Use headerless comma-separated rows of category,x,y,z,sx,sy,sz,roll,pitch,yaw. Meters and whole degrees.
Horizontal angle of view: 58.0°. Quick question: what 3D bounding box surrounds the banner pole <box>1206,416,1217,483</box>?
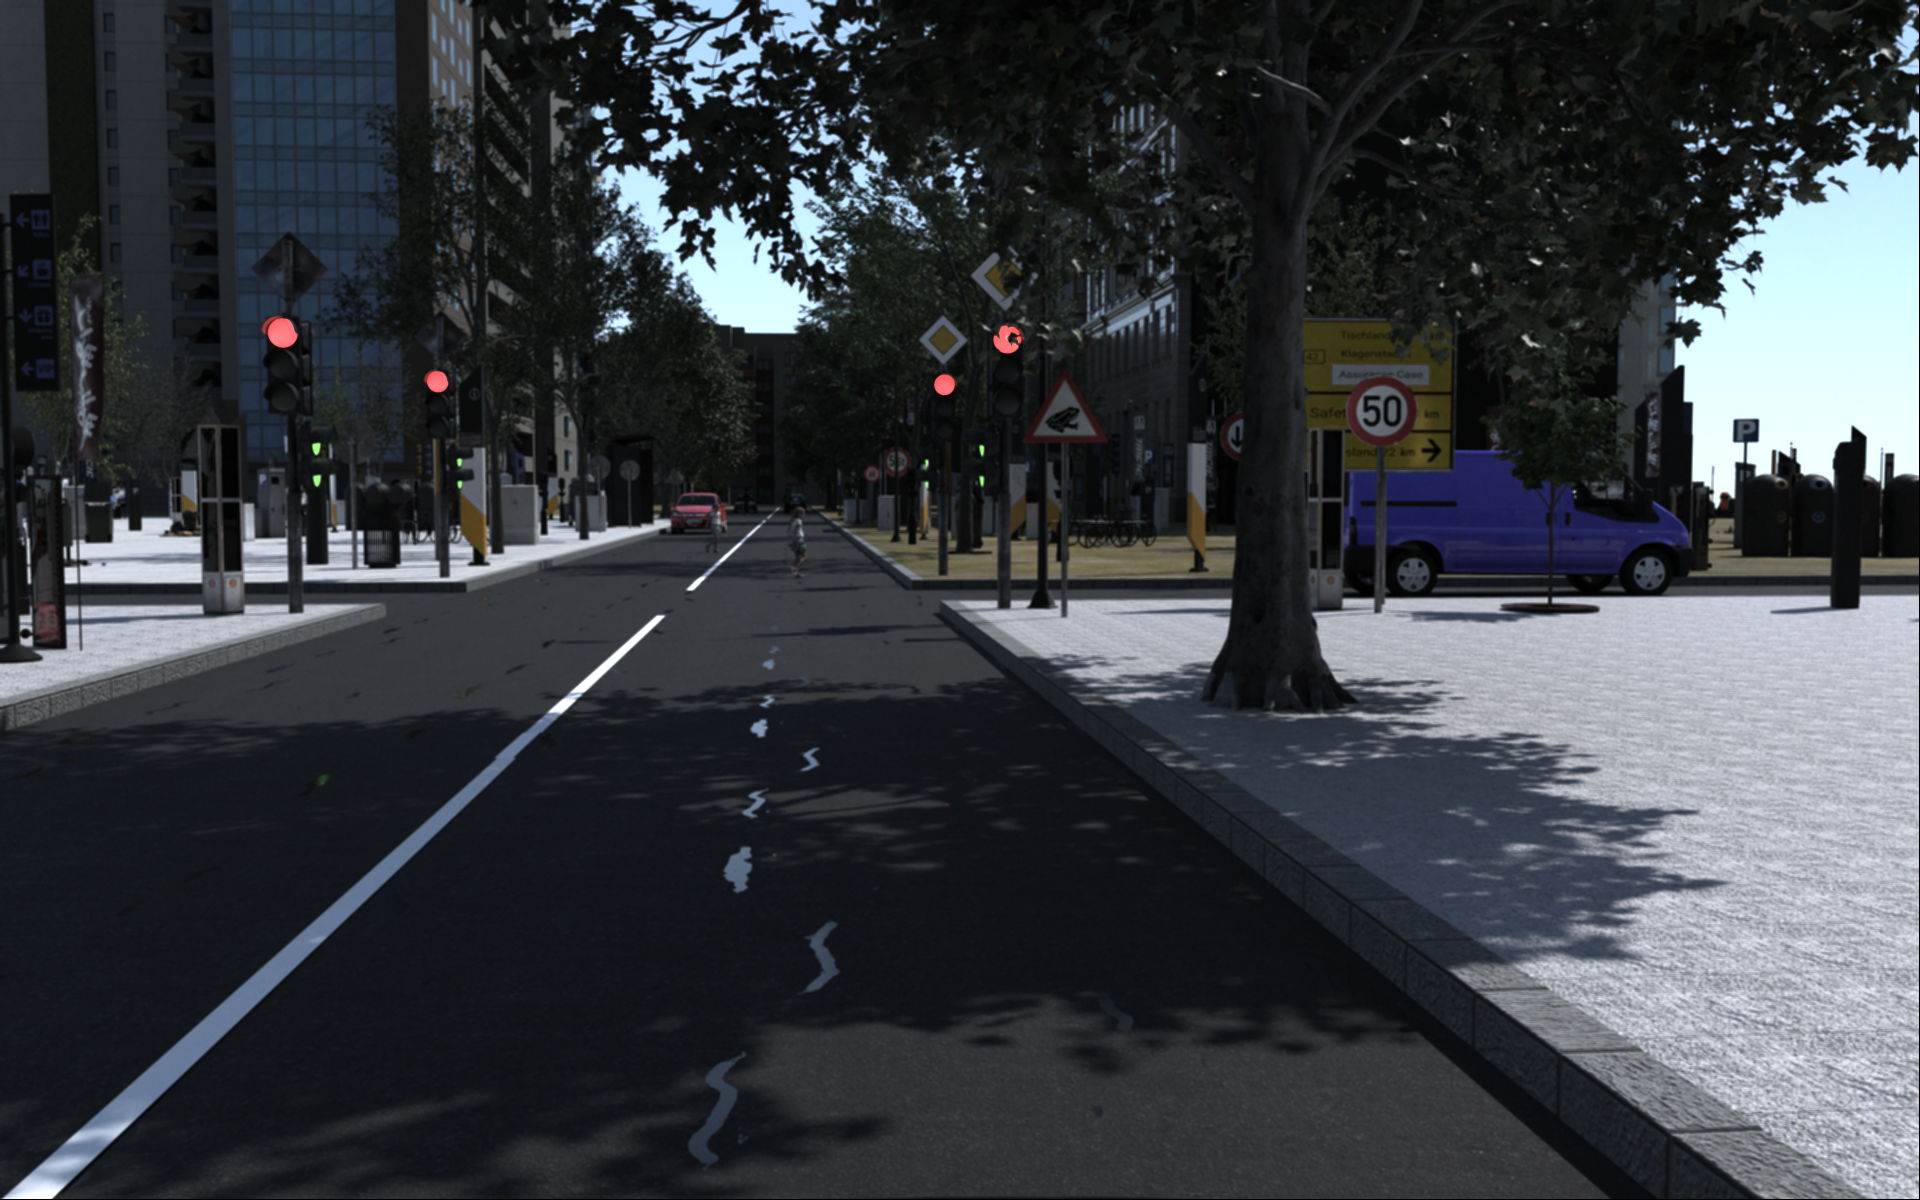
banner pole,6.881,-3.599,48.861,0.863,3.779,0.401,2,4,34

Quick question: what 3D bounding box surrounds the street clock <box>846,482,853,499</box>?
street clock,-6.057,-5.552,95.343,0.358,2.002,0.471,-3,5,-39

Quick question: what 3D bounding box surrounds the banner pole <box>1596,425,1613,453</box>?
banner pole,21.461,-4.143,57.753,0.863,3.779,0.401,1,4,17

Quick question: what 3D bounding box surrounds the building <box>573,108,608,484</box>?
building,-57.448,-35.884,206.309,30.456,49.044,23.786,0,4,-5

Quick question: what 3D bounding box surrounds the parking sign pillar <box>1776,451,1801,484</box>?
parking sign pillar,51.074,-7.239,106.825,1.447,3.967,1.447,-3,5,-44

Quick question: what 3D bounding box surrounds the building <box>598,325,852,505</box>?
building,-28.139,-22.469,212.411,28.899,21.520,27.650,0,4,-5

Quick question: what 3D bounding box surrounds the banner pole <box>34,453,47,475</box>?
banner pole,-52.200,-6.618,98.225,0.863,3.779,0.401,-1,4,-17

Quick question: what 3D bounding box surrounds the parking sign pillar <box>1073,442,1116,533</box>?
parking sign pillar,4.433,-4.183,56.870,1.447,3.967,1.447,1,4,13

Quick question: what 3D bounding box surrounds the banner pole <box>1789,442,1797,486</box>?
banner pole,40.053,-5.708,83.344,0.401,3.779,0.863,0,4,3

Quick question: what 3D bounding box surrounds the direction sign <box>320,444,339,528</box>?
direction sign,-24.118,-4.538,66.188,0.379,3.537,0.876,2,4,32

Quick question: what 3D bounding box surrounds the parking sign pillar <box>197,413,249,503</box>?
parking sign pillar,-24.027,-4.189,56.968,1.447,3.967,1.447,1,4,16

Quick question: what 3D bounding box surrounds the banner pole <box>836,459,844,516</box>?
banner pole,-6.862,-6.718,99.862,0.401,3.779,0.863,3,4,38

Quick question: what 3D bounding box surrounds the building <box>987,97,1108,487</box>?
building,9.913,-30.215,144.124,14.600,45.320,14.200,0,4,-5

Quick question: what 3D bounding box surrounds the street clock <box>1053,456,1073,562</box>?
street clock,1.956,-1.733,32.911,0.358,2.002,0.471,2,4,26

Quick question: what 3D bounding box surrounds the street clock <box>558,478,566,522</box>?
street clock,-17.984,-4.505,78.229,0.358,2.002,0.471,-1,4,-21

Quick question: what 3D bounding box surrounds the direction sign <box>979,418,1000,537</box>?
direction sign,1.015,-3.656,51.766,0.876,3.537,0.379,0,4,0

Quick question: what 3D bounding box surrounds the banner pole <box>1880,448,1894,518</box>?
banner pole,49.818,-6.312,93.218,0.401,3.779,0.863,-3,5,-41

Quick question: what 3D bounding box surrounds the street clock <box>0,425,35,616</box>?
street clock,-9.997,-0.839,18.291,0.471,2.002,0.358,2,4,29

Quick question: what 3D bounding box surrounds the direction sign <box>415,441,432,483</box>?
direction sign,-23.144,-5.063,74.780,0.379,3.537,0.876,2,4,30

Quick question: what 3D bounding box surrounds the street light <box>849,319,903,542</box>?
street light,-2.235,-4.500,46.124,1.470,5.913,1.316,0,4,-5

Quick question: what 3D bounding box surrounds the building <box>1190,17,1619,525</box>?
building,17.242,-14.723,70.403,12.332,23.373,15.834,0,4,-5

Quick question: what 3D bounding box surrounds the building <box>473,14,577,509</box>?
building,-45.383,-32.179,149.825,21.600,48.544,21.300,0,4,-5

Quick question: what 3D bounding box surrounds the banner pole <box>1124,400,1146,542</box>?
banner pole,4.673,-3.437,46.204,0.401,3.779,0.863,-3,4,-37

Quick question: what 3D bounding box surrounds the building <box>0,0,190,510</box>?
building,-70.932,-37.019,147.256,28.212,58.520,21.231,0,4,-5

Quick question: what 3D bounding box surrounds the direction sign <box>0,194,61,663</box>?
direction sign,-7.262,-1.297,13.200,0.876,3.537,0.379,0,4,6

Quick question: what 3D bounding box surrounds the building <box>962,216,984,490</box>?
building,12.021,-32.171,217.872,23.993,40.220,32.217,0,4,-5

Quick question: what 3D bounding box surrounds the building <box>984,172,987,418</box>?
building,8.964,-29.042,158.424,14.154,41.232,14.086,0,4,-5

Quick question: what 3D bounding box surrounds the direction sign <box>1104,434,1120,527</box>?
direction sign,5.628,-4.492,65.444,0.876,3.537,0.379,-1,4,-16

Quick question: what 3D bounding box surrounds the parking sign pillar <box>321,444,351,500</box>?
parking sign pillar,-29.770,-5.773,82.861,1.447,3.967,1.447,0,4,2

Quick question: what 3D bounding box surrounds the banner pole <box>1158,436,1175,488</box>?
banner pole,8.857,-5.200,75.034,0.863,3.779,0.401,0,4,3

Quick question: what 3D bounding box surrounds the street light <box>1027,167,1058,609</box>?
street light,0.392,-2.860,19.302,1.470,5.913,1.316,0,4,-5

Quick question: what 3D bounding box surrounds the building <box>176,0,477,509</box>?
building,-38.145,-27.908,106.411,14.600,45.320,14.200,0,4,-5

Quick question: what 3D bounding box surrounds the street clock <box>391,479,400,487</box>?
street clock,-27.851,-4.954,85.569,0.471,2.002,0.358,-2,4,-29

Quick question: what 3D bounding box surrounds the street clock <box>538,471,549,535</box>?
street clock,-13.058,-3.043,54.320,0.358,2.002,0.471,-2,4,-25

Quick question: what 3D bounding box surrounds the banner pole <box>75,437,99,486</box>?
banner pole,-28.390,-4.069,56.538,0.863,3.779,0.401,0,4,3

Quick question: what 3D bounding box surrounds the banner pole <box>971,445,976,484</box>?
banner pole,0.516,-4.892,70.000,0.401,3.779,0.863,-1,4,-19

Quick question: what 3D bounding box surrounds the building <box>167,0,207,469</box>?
building,-43.200,-30.612,124.200,21.300,48.544,21.600,0,4,-5

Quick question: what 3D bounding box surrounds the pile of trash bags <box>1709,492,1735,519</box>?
pile of trash bags,40.429,-5.035,92.079,1.912,1.369,3.447,1,4,14

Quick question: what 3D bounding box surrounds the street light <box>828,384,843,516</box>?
street light,-4.894,-6.181,73.596,1.470,5.913,1.316,0,4,-5

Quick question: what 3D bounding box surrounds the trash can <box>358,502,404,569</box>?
trash can,-10.017,-1.122,30.005,0.748,1.137,0.748,0,3,0

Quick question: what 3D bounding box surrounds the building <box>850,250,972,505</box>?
building,-6.057,-26.631,207.118,14.107,30.474,14.160,0,4,-5

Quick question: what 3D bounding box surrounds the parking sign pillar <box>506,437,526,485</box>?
parking sign pillar,-21.166,-5.757,82.603,1.447,3.967,1.447,1,4,9

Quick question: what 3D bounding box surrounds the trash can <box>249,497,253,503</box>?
trash can,-33.115,-4.189,80.145,0.748,1.137,0.748,0,3,0

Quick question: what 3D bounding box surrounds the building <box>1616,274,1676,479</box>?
building,48.018,-32.881,157.218,30.456,49.044,23.786,0,4,-5

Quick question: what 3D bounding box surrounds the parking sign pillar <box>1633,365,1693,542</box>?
parking sign pillar,14.964,-2.961,36.879,1.447,3.967,1.447,-1,4,-19

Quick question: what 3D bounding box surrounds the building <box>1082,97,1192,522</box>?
building,14.250,-17.936,90.520,12.463,27.353,25.104,0,4,-5

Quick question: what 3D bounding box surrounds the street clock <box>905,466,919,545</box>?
street clock,-1.212,-2.416,44.066,0.358,2.002,0.471,0,4,4

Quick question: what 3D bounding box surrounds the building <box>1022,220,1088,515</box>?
building,19.291,-17.029,123.456,27.650,21.520,28.899,0,4,-5

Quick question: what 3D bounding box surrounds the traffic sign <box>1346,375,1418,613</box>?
traffic sign,4.516,-1.133,18.629,0.768,2.556,0.104,0,4,2
